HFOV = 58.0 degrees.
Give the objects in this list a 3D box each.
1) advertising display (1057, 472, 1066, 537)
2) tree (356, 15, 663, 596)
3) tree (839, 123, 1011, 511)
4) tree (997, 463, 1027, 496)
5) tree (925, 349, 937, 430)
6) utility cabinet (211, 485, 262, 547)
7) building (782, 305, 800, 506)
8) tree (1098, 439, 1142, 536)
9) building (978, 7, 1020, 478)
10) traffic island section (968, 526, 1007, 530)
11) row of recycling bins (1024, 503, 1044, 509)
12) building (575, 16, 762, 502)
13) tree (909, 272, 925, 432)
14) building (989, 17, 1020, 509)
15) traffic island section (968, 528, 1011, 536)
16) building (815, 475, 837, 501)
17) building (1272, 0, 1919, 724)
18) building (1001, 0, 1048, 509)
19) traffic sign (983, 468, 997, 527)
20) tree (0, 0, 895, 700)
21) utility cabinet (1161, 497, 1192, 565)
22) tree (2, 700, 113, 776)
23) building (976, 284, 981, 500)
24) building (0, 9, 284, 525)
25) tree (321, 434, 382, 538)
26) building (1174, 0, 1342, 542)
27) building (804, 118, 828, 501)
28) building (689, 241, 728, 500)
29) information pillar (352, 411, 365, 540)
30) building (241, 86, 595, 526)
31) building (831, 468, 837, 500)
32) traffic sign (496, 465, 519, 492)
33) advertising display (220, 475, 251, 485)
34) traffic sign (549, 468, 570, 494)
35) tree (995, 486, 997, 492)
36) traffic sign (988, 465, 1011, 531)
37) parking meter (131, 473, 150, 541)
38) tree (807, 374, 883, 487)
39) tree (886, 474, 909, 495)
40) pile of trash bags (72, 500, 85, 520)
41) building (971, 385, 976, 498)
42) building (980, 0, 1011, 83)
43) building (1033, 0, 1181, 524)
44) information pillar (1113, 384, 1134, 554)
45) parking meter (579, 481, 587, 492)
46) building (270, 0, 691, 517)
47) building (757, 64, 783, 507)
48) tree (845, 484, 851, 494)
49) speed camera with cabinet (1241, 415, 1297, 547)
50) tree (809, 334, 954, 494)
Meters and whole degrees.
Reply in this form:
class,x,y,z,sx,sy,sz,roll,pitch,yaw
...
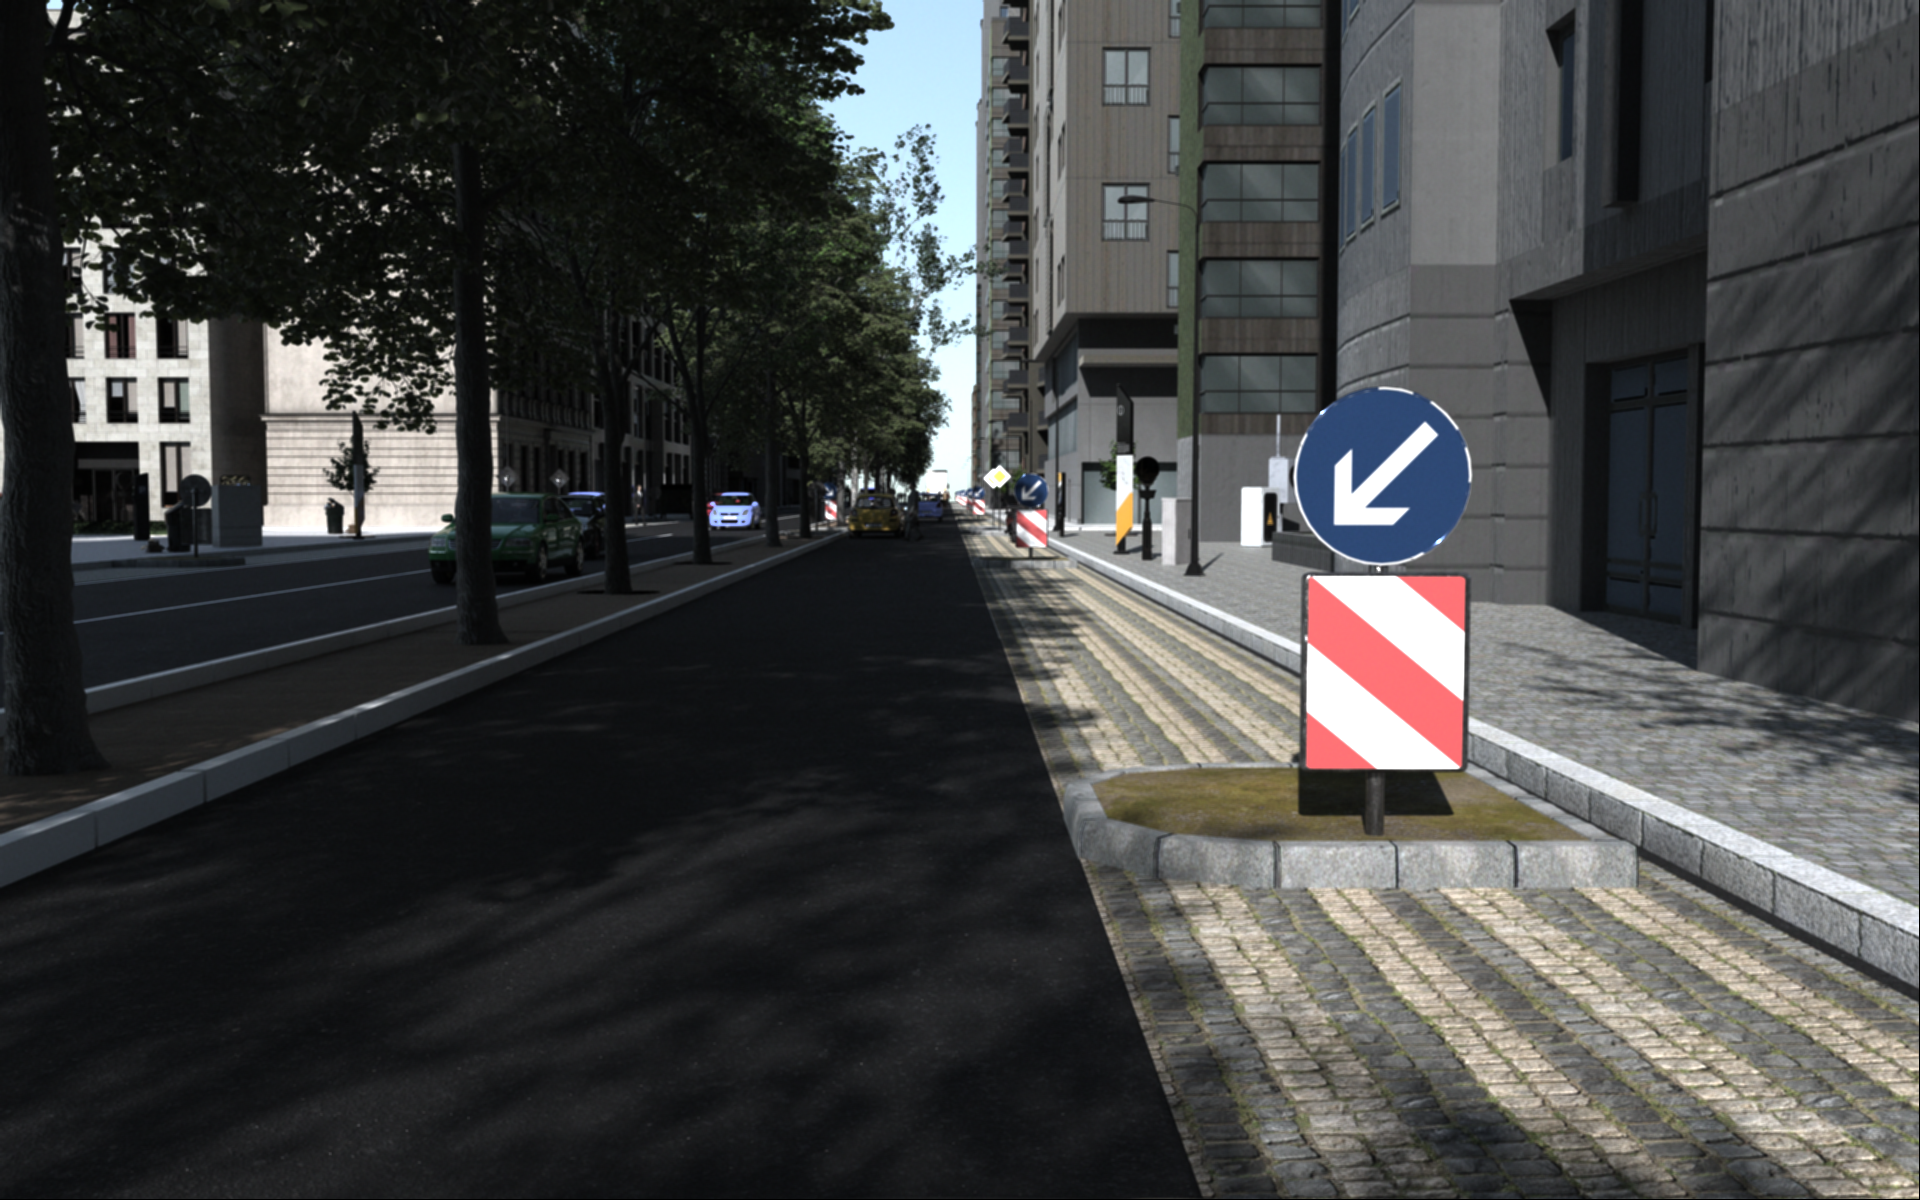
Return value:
class,x,y,z,sx,sy,sz,roll,pitch,yaw
advertising display,3.036,-2.852,51.850,0.123,1.923,0.974,0,4,-4
tree,-5.003,-5.892,24.542,9.928,11.665,9.643,0,3,0
tree,-4.176,-14.018,87.532,12.611,20.169,13.585,0,3,0
tree,3.536,-6.799,105.763,1.663,3.219,1.824,0,3,0
tree,-4.865,-9.251,71.837,7.486,12.596,7.792,0,3,0
utility cabinet,-17.474,-2.028,41.834,0.318,1.500,1.173,2,4,31
building,-29.470,-34.977,195.568,21.300,48.544,21.600,0,4,0
tree,5.105,-3.599,53.438,1.663,3.219,1.824,0,3,0
building,13.900,-33.974,175.090,23.786,49.044,30.456,0,4,0
traffic island section,1.330,-2.786,67.835,2.009,0.180,2.903,0,4,0
row of recycling bins,5.578,-5.879,103.242,3.534,1.692,1.069,1,4,11
building,-24.896,-30.526,149.202,14.600,45.320,14.200,0,4,0
tree,-4.962,-7.673,46.034,7.486,12.596,7.792,0,3,0
building,9.587,-28.693,152.727,14.154,41.232,14.086,0,4,0
traffic island section,1.390,-2.298,59.850,2.009,0.180,2.903,0,4,0
building,-30.195,-37.530,268.242,22.147,44.769,28.867,0,4,0
building,15.749,-29.285,20.809,21.231,58.520,28.212,0,4,0
building,14.326,-28.954,128.017,22.147,44.769,28.867,0,4,0
traffic sign,1.307,-3.921,67.758,0.795,2.450,0.064,0,4,0
tree,-4.487,-5.819,15.727,7.486,12.596,7.792,0,3,0
utility cabinet,4.013,-1.261,31.777,0.306,1.237,1.020,2,4,27
tree,-4.601,-5.356,8.154,7.486,12.596,7.792,0,3,0
building,9.193,-28.533,238.216,14.160,30.474,14.107,0,4,0
building,-37.468,-13.279,71.859,16.860,20.320,10.420,0,4,0
tree,-17.699,-3.451,51.030,1.663,3.219,1.824,0,3,0
building,13.384,-17.160,52.267,14.160,30.474,14.107,0,4,0
building,-32.509,-39.747,239.100,28.713,52.752,27.495,0,4,0
building,-23.712,-18.566,132.435,11.050,23.489,19.941,0,4,0
information pillar,-16.990,-3.521,48.926,0.183,3.616,0.504,0,4,5
building,-22.994,-13.005,77.254,10.561,19.102,19.286,0,4,0
building,-27.418,-37.127,290.624,14.154,41.232,14.086,0,4,0
traffic sign,-15.577,-3.427,59.667,0.795,2.450,0.064,0,4,0
advertising display,-24.827,-3.312,59.365,0.974,1.923,0.123,-2,4,-32
traffic sign,-15.637,-3.915,67.652,0.795,2.450,0.064,0,4,0
tree,3.572,-9.185,144.777,1.663,3.219,1.824,0,3,0
traffic sign,1.367,-3.433,59.773,0.795,2.450,0.064,0,4,0
parking meter,-22.642,-2.578,47.855,0.399,1.863,0.255,-3,5,-44
tree,-5.366,-7.666,78.153,4.737,8.622,4.395,0,3,0
tree,-5.427,-11.523,141.213,4.360,8.622,3.978,0,3,0
pile of trash bags,-31.080,-2.960,58.147,3.447,1.369,1.912,0,4,4
building,15.877,-27.119,288.429,27.650,21.520,28.899,0,4,0
building,12.995,-40.494,204.074,21.231,58.520,28.212,0,4,0
building,17.133,-30.188,82.814,27.495,52.752,28.713,0,4,0
information pillar,3.494,-2.781,36.827,0.183,3.616,0.504,-2,4,-33
parking meter,-17.402,-4.540,79.938,0.255,1.863,0.399,-2,4,-33
building,-28.369,-18.314,103.957,19.350,26.468,34.151,0,4,0
building,-29.403,-38.406,169.933,21.231,58.520,28.212,0,4,0
tree,-19.541,-18.664,299.760,1.663,3.219,1.824,0,3,0
speed camera with cabinet,7.650,-2.947,42.519,0.660,3.252,2.038,3,4,38
tree,-5.198,-11.589,108.952,9.611,12.733,9.660,0,3,0
